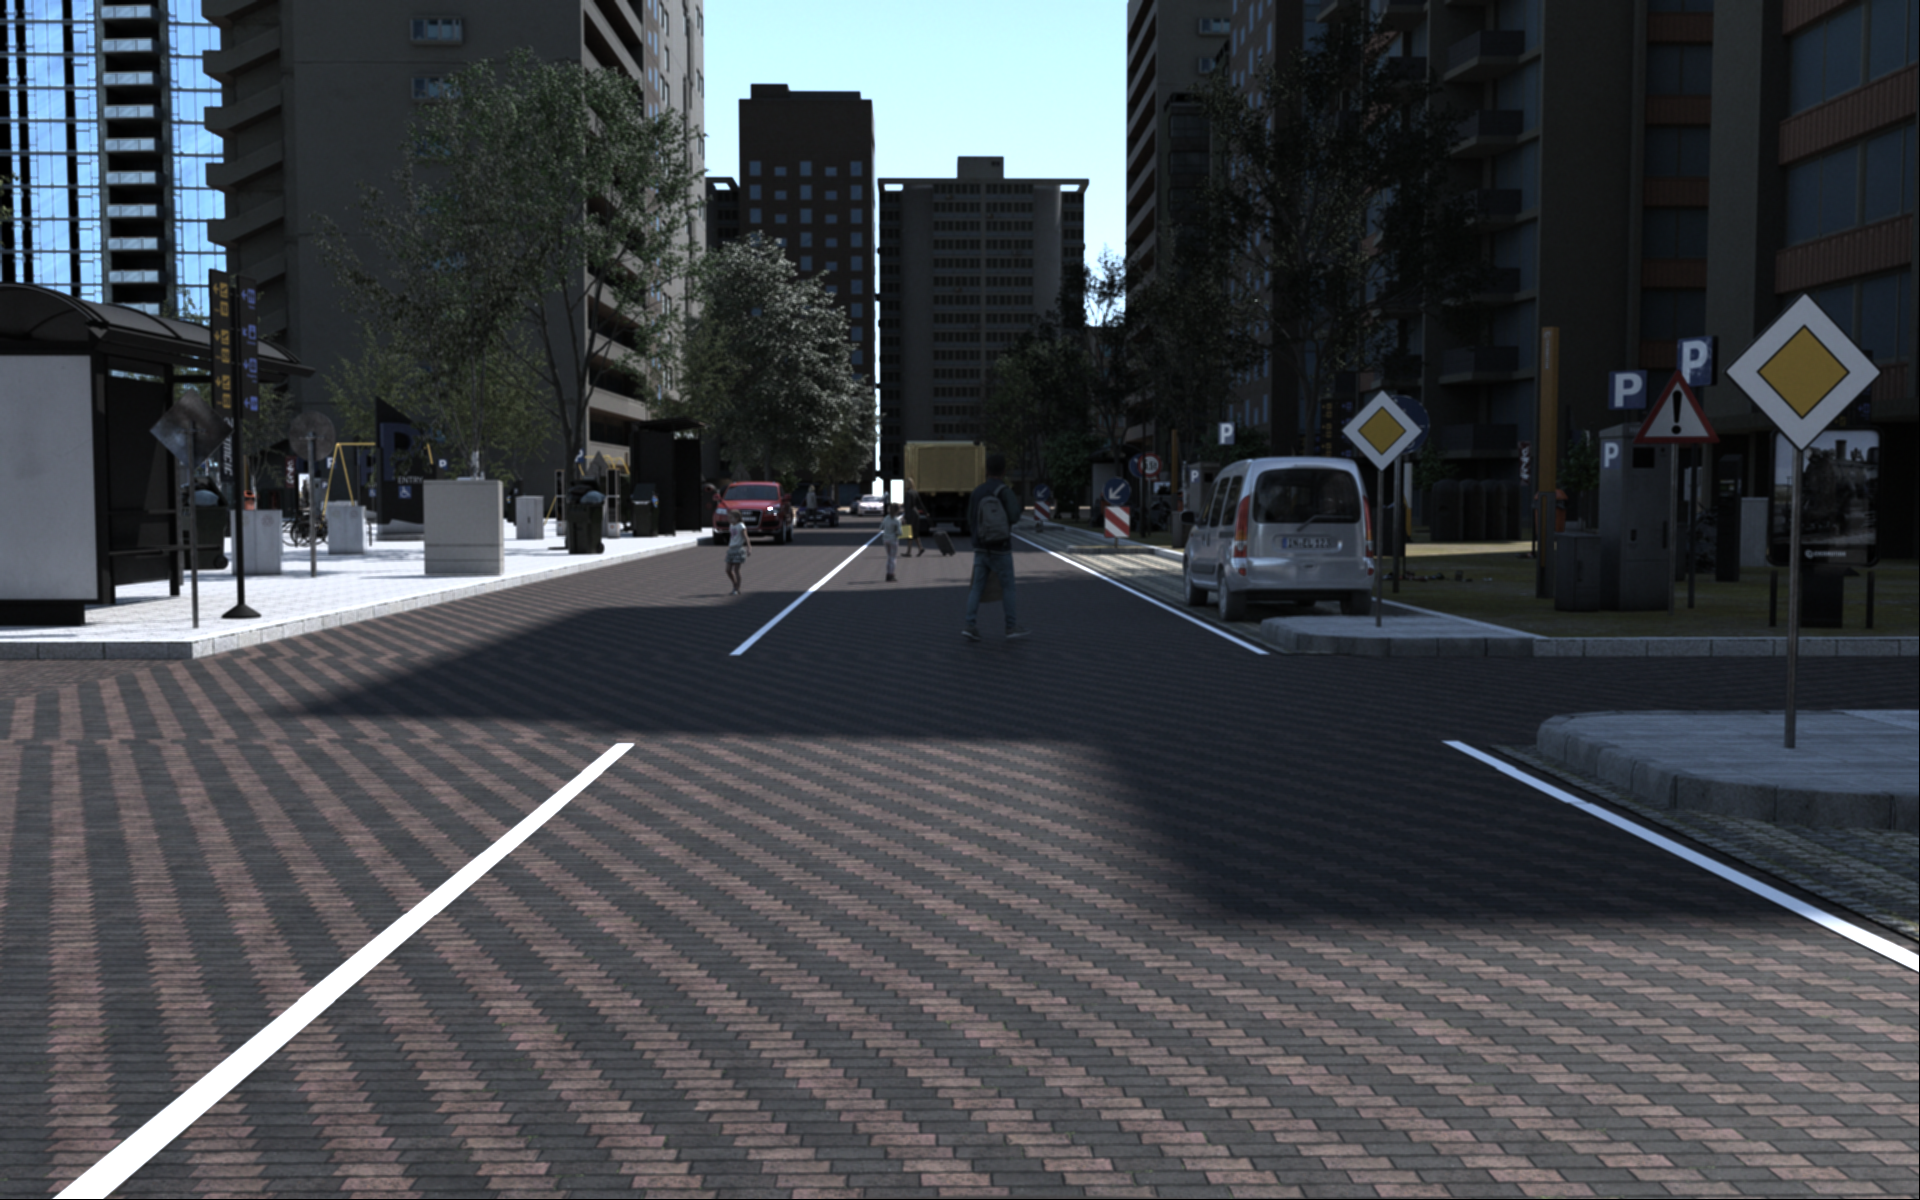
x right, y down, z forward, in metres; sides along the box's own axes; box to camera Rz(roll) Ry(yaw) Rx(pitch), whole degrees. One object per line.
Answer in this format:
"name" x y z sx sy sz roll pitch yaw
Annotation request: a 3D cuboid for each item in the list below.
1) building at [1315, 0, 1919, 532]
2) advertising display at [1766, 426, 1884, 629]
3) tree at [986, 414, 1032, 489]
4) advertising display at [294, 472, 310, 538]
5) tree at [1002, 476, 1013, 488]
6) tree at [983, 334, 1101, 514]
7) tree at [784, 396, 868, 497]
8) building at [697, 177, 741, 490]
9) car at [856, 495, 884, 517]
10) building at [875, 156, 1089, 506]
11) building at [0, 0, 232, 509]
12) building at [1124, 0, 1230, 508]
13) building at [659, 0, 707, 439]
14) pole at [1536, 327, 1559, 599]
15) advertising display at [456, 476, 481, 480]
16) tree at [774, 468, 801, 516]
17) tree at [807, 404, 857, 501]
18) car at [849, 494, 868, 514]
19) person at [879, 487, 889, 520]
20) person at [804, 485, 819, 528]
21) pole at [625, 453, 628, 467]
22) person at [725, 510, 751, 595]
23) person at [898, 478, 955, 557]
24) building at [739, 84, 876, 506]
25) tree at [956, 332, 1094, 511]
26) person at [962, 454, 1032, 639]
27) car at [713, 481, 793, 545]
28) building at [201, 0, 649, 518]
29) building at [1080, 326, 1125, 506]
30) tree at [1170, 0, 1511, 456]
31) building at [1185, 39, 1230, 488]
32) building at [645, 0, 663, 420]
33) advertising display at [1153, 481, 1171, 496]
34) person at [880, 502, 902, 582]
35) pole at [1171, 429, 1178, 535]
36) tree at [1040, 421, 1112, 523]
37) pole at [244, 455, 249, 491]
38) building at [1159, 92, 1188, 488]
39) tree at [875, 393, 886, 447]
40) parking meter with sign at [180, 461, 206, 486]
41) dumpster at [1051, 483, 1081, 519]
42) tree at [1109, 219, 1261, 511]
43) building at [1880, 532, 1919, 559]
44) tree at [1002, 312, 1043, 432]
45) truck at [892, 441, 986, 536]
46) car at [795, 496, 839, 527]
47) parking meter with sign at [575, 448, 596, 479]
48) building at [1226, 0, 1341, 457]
"building" 28.163 -25.851 77.294 22.147 44.769 28.867 0 4 -1
"advertising display" 8.261 -0.695 16.573 0.974 1.923 0.123 1 4 15
"tree" 4.203 -12.394 153.011 4.737 8.622 4.395 0 3 0
"advertising display" -19.197 -2.782 50.704 0.123 1.923 0.974 0 4 3
"tree" 4.213 -10.508 166.403 1.663 3.219 1.824 0 3 0
"tree" 5.205 -11.265 109.937 9.928 11.665 9.643 0 3 0
"tree" -11.524 -13.066 148.046 7.601 10.594 8.767 -1 4 -23
"building" -36.435 -31.125 200.770 23.993 40.220 32.217 0 4 -1
"car" -5.589 -6.023 110.843 2.083 1.381 4.827 0 4 -3
"building" 2.325 -31.185 201.750 23.993 40.220 32.217 0 4 -1
"building" -65.866 -50.751 142.444 31.000 86.520 22.319 0 4 -1
"building" 25.767 -31.935 145.840 21.300 48.544 21.600 0 4 -1
"building" -35.538 -33.806 141.962 27.495 52.752 28.713 0 4 -1
"pole" 7.209 -1.676 21.241 0.158 3.312 0.155 0 3 0
"advertising display" -17.541 -3.471 61.963 0.974 1.923 0.123 -2 4 -27
"tree" -10.323 -6.640 103.160 1.663 3.219 1.824 0 3 0
"tree" -10.300 -11.407 136.864 4.737 8.622 4.395 0 3 0
"car" -6.947 -6.909 124.970 2.014 1.417 4.499 0 4 1
"person" -4.122 -5.320 95.467 0.705 1.826 1.348 1 4 16
"person" -6.281 -3.909 72.587 0.728 1.800 0.709 -3 5 -44
"pole" -16.364 -5.581 85.091 0.158 3.312 0.155 0 3 0
"person" -3.121 -0.681 24.655 0.505 1.210 0.382 3 5 40
"person" -0.790 -1.902 39.816 1.509 1.804 0.699 -2 4 -29
"building" -16.608 -33.182 192.640 14.200 45.320 14.600 0 4 -1
"tree" 4.838 -13.418 129.757 12.009 13.543 11.850 0 3 0
"person" 0.306 -0.521 17.002 0.713 1.824 0.794 -3 4 -36
"car" -6.013 -2.568 50.665 2.281 1.827 5.304 0 4 -2
"building" -30.739 -29.210 101.278 21.300 48.544 21.600 0 4 -1
"building" 28.807 -21.750 200.644 28.899 21.520 27.650 0 4 -1
"tree" 6.743 -5.970 32.017 7.601 10.594 8.767 -1 4 -19
"building" 23.219 -20.947 114.189 14.160 30.474 14.107 0 4 -1
"building" -28.607 -28.698 119.317 14.600 45.320 14.200 0 4 -1
"advertising display" 9.924 -4.876 84.935 0.974 1.923 0.123 2 4 31
"person" -1.112 -0.954 28.373 0.425 1.301 0.394 1 4 21
"pole" 6.762 -3.716 54.598 0.158 3.312 0.155 0 3 0
"tree" 5.195 -5.767 77.999 4.285 4.588 4.351 0 3 0
"pole" -36.956 -5.864 89.713 0.158 3.312 0.155 0 3 0
"building" 21.560 -21.807 128.242 14.160 30.474 14.107 0 4 -1
"tree" -11.308 -15.404 158.512 9.857 13.997 8.962 0 3 0
"parking meter with sign" -18.330 -2.709 40.555 1.738 3.016 0.543 0 4 0
"dumpster" 5.470 -5.290 88.979 1.502 2.255 1.985 0 4 -1
"tree" 6.038 -5.857 46.126 4.360 8.622 3.978 0 3 0
"building" 31.284 -23.380 36.886 28.867 44.769 22.147 0 4 -1
"tree" 5.901 -7.899 63.566 8.767 10.594 7.601 0 4 -4
"truck" -0.664 -4.056 62.243 3.469 3.379 9.791 0 4 -3
"car" -6.266 -3.894 76.250 1.945 1.354 3.894 0 4 -1
"parking meter with sign" -13.859 -4.226 65.362 1.738 3.016 0.543 3 4 38
"building" 23.567 -27.492 99.613 14.600 45.320 14.200 0 4 -1
